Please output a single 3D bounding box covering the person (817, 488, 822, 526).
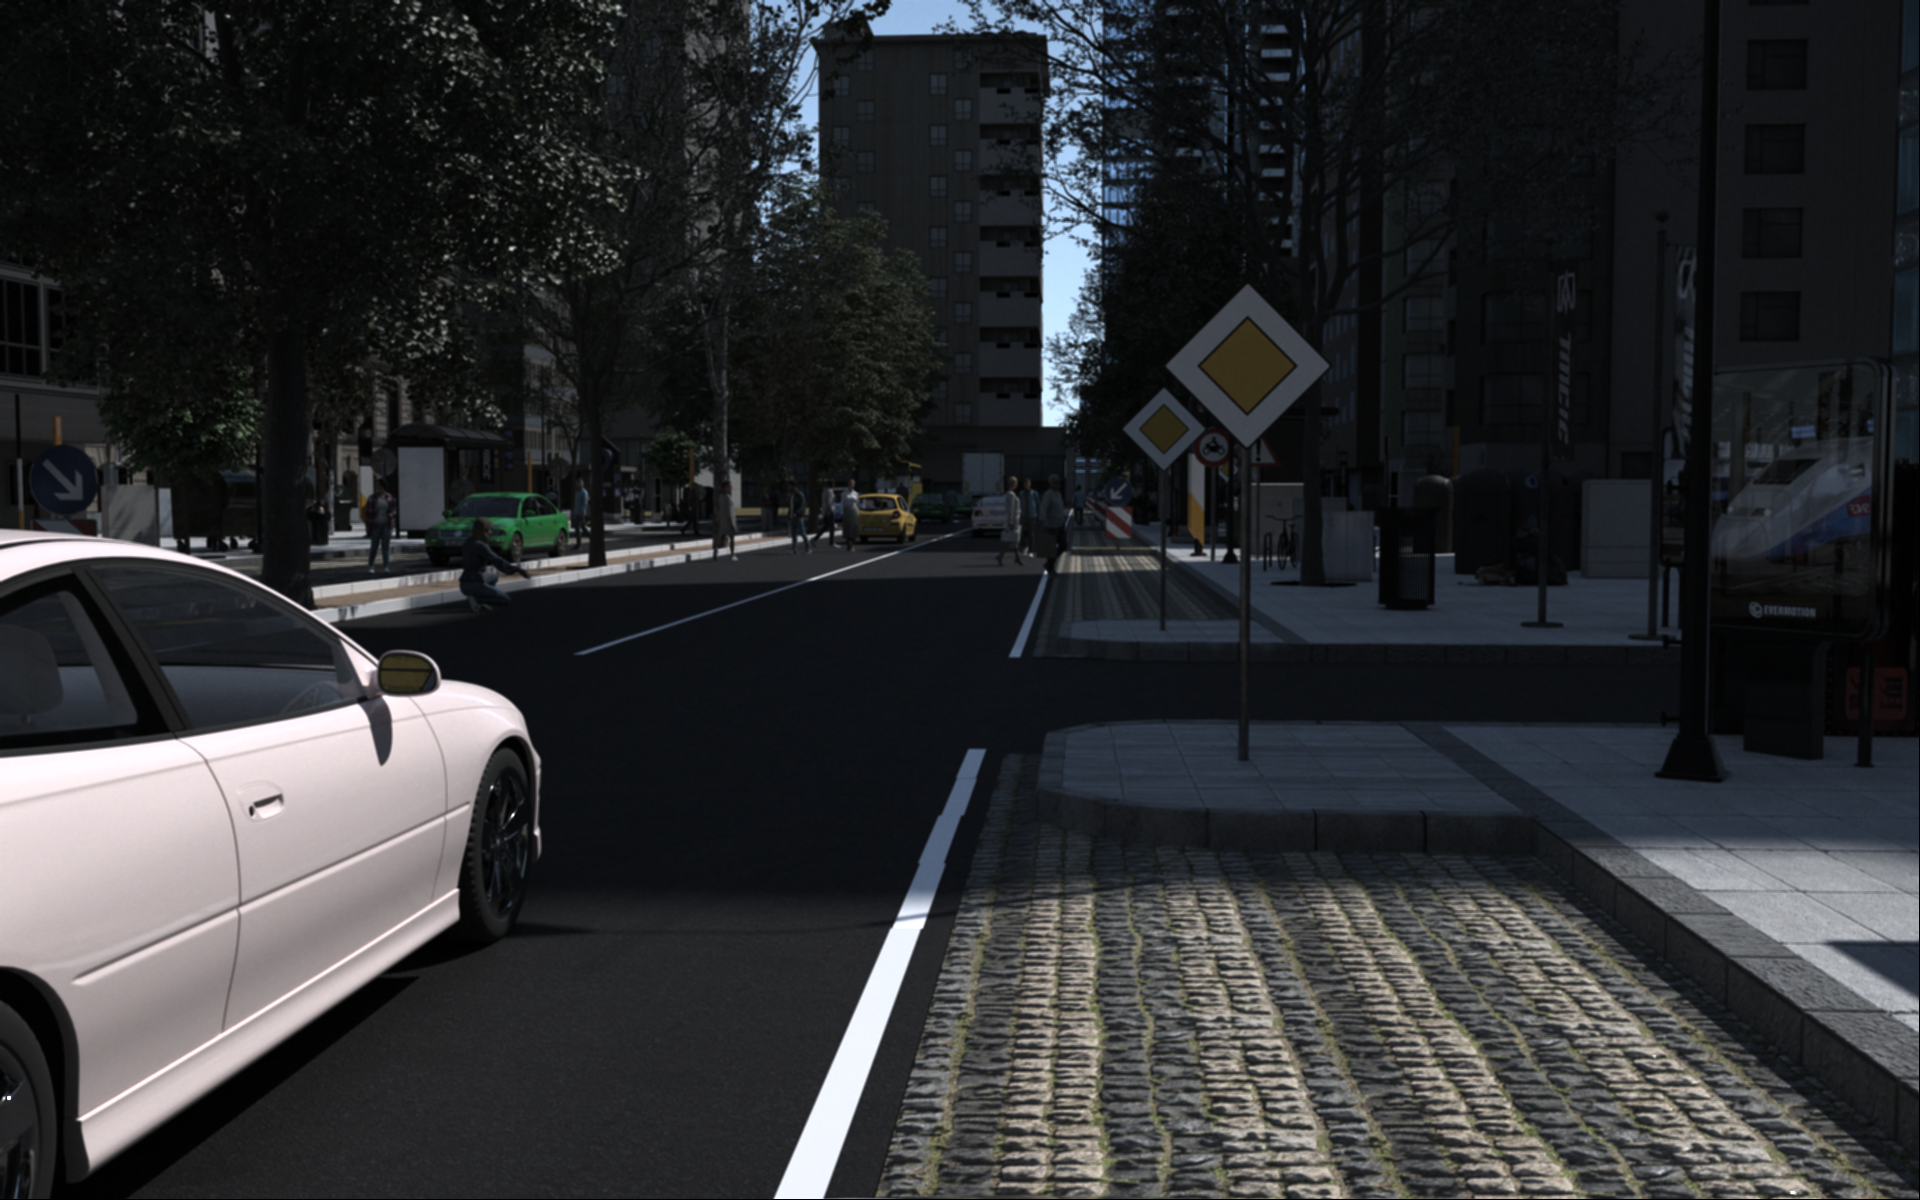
[{"bbox_3d":[-6.381,-4.139,76.420,0.600,1.795,0.529,3,5,43],"label":"person"}]

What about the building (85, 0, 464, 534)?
[{"bbox_3d":[-31.620,-15.378,70.517,14.460,24.649,34.723,0,4,4],"label":"building"}]

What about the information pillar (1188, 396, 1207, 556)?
[{"bbox_3d":[4.874,-2.709,35.640,0.183,3.616,0.504,3,5,43],"label":"information pillar"}]

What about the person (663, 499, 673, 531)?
[{"bbox_3d":[-11.286,-3.289,66.956,0.352,1.250,0.332,-1,4,-9],"label":"person"}]

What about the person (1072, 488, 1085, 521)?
[{"bbox_3d":[6.402,-5.144,93.054,0.683,1.767,0.568,-2,4,-32],"label":"person"}]

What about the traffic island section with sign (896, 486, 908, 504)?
[{"bbox_3d":[-3.142,-5.107,91.639,2.006,1.907,1.989,0,4,4],"label":"traffic island section with sign"}]

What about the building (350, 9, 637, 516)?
[{"bbox_3d":[-37.182,-25.321,105.887,32.217,40.220,23.993,0,4,4],"label":"building"}]

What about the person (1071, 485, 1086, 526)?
[{"bbox_3d":[4.987,-3.914,72.520,0.660,1.820,0.620,-2,4,-25],"label":"person"}]

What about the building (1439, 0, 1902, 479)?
[{"bbox_3d":[23.779,-17.588,59.264,14.160,30.474,14.107,0,4,4],"label":"building"}]

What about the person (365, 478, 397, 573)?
[{"bbox_3d":[-10.498,-1.350,31.407,0.563,1.720,0.643,-2,4,-25],"label":"person"}]

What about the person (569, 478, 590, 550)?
[{"bbox_3d":[-9.660,-2.207,44.440,0.748,1.841,0.638,-1,4,-18],"label":"person"}]

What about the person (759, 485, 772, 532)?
[{"bbox_3d":[-6.812,-3.179,61.034,0.362,1.759,0.519,2,4,35],"label":"person"}]

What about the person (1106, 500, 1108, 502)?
[{"bbox_3d":[14.482,-9.679,170.009,1.065,1.426,0.557,-3,5,-41],"label":"person"}]

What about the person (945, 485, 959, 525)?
[{"bbox_3d":[-0.440,-4.478,81.581,0.638,1.841,0.748,2,4,33],"label":"person"}]

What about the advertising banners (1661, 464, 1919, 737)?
[{"bbox_3d":[4.798,-0.789,9.085,2.074,3.025,0.090,0,4,6],"label":"advertising banners"}]

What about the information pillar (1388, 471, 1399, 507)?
[{"bbox_3d":[13.754,-3.089,54.999,0.304,2.012,0.304,0,4,5],"label":"information pillar"}]

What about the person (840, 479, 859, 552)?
[{"bbox_3d":[-2.729,-2.096,42.991,0.478,1.798,0.641,0,4,-1],"label":"person"}]

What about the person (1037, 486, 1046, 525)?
[{"bbox_3d":[3.802,-4.356,79.708,0.713,1.824,0.794,-2,4,-35],"label":"person"}]

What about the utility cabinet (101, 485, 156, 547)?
[{"bbox_3d":[-19.795,-1.991,41.226,0.318,1.500,1.173,2,4,34],"label":"utility cabinet"}]

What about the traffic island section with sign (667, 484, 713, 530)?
[{"bbox_3d":[-10.548,-3.716,69.389,1.989,1.847,2.006,0,4,4],"label":"traffic island section with sign"}]

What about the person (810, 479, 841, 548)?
[{"bbox_3d":[-3.582,-2.315,46.202,0.795,1.843,0.661,-1,4,-20],"label":"person"}]

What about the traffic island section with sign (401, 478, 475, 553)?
[{"bbox_3d":[-12.377,-2.071,42.496,1.989,1.847,2.006,0,4,4],"label":"traffic island section with sign"}]

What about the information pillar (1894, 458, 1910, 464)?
[{"bbox_3d":[19.248,-1.901,35.573,0.304,2.012,0.304,-2,4,-30],"label":"information pillar"}]

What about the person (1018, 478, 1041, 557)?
[{"bbox_3d":[1.542,-1.863,39.305,0.601,1.785,0.444,1,4,14],"label":"person"}]

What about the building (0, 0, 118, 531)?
[{"bbox_3d":[-33.206,-15.146,41.148,14.314,27.812,24.014,0,4,4],"label":"building"}]

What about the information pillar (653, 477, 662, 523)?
[{"bbox_3d":[-13.334,-4.395,76.343,0.304,2.012,0.304,-1,4,-20],"label":"information pillar"}]

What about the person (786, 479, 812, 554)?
[{"bbox_3d":[-3.904,-1.986,41.318,0.623,1.781,0.721,3,4,38],"label":"person"}]

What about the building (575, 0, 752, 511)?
[{"bbox_3d":[-32.664,-33.932,144.029,27.495,52.752,28.713,0,4,4],"label":"building"}]

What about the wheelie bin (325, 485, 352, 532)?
[{"bbox_3d":[-21.337,-3.148,59.381,0.693,1.594,0.980,2,4,29],"label":"wheelie bin"}]

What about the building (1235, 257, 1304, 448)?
[{"bbox_3d":[37.464,-18.032,139.857,27.650,21.520,28.899,0,4,4],"label":"building"}]

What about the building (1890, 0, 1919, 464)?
[{"bbox_3d":[66.832,-31.823,139.915,30.456,49.044,23.786,0,4,4],"label":"building"}]

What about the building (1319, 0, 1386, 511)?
[{"bbox_3d":[28.247,-27.312,96.666,14.600,45.320,14.200,0,4,4],"label":"building"}]

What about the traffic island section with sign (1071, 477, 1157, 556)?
[{"bbox_3d":[3.615,-1.972,40.863,1.989,1.847,2.006,0,4,4],"label":"traffic island section with sign"}]

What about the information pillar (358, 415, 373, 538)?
[{"bbox_3d":[-17.499,-3.651,51.051,0.183,3.616,0.504,2,4,27],"label":"information pillar"}]

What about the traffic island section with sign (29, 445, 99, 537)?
[{"bbox_3d":[-8.248,-0.522,16.674,2.006,1.907,1.989,0,4,4],"label":"traffic island section with sign"}]

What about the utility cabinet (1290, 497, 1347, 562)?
[{"bbox_3d":[6.819,-1.332,32.937,1.020,1.237,0.306,0,4,6],"label":"utility cabinet"}]

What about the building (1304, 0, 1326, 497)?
[{"bbox_3d":[32.323,-41.326,113.925,20.563,71.187,20.611,0,4,4],"label":"building"}]

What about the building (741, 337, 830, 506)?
[{"bbox_3d":[-29.555,-21.859,202.431,28.899,21.520,27.650,0,4,4],"label":"building"}]

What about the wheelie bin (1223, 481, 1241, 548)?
[{"bbox_3d":[6.655,-2.044,41.329,0.693,1.594,0.980,0,4,2],"label":"wheelie bin"}]

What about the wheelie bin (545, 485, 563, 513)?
[{"bbox_3d":[-14.996,-3.413,63.715,0.693,1.594,0.980,-2,4,-27],"label":"wheelie bin"}]

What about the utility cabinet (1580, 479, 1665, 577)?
[{"bbox_3d":[10.105,-1.084,26.398,1.173,1.500,0.318,0,4,0],"label":"utility cabinet"}]

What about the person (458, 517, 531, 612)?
[{"bbox_3d":[-5.835,-0.445,21.282,0.738,1.151,1.012,-3,5,-40],"label":"person"}]

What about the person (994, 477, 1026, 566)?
[{"bbox_3d":[1.008,-1.584,34.746,0.624,1.780,0.694,0,4,6],"label":"person"}]

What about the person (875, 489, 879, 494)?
[{"bbox_3d":[-4.669,-5.330,96.582,0.436,1.711,0.756,1,4,22],"label":"person"}]

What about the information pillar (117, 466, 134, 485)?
[{"bbox_3d":[-21.809,-2.495,45.289,0.304,2.012,0.304,0,4,-2],"label":"information pillar"}]

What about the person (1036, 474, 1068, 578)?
[{"bbox_3d":[1.538,-1.264,29.646,0.515,1.767,0.782,2,4,29],"label":"person"}]

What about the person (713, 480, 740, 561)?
[{"bbox_3d":[-5.011,-1.706,37.145,0.466,1.731,0.760,1,4,22],"label":"person"}]

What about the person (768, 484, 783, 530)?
[{"bbox_3d":[-7.486,-3.707,69.101,0.794,1.824,0.713,-1,4,-16],"label":"person"}]

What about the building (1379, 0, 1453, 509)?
[{"bbox_3d":[27.274,-24.387,82.327,14.154,41.232,14.086,0,4,4],"label":"building"}]

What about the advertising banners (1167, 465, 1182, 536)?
[{"bbox_3d":[6.110,-3.233,49.046,0.090,3.025,2.074,0,4,-6],"label":"advertising banners"}]

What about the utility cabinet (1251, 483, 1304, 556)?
[{"bbox_3d":[6.468,-1.646,35.590,1.173,1.500,0.318,1,4,12],"label":"utility cabinet"}]

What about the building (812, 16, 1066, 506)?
[{"bbox_3d":[-1.398,-37.352,199.935,27.495,52.752,28.713,0,4,4],"label":"building"}]

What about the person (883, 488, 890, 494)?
[{"bbox_3d":[-4.639,-6.124,108.612,1.348,1.826,0.705,0,4,2],"label":"person"}]

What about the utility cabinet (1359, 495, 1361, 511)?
[{"bbox_3d":[19.302,-4.333,82.012,1.020,1.237,0.306,-3,5,-41],"label":"utility cabinet"}]

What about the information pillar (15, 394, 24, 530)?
[{"bbox_3d":[-22.083,-3.017,40.678,0.183,3.616,0.504,-2,4,-27],"label":"information pillar"}]

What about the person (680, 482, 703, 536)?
[{"bbox_3d":[-9.236,-3.132,59.624,0.836,1.842,0.656,-2,4,-25],"label":"person"}]

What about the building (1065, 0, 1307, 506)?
[{"bbox_3d":[27.548,-53.873,193.498,31.000,86.520,22.319,0,4,4],"label":"building"}]

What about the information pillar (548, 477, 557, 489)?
[{"bbox_3d":[-17.411,-4.254,74.041,0.304,2.012,0.304,1,4,13],"label":"information pillar"}]

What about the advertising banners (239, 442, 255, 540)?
[{"bbox_3d":[-20.282,-3.253,49.381,0.090,3.025,2.074,-1,4,-8],"label":"advertising banners"}]
